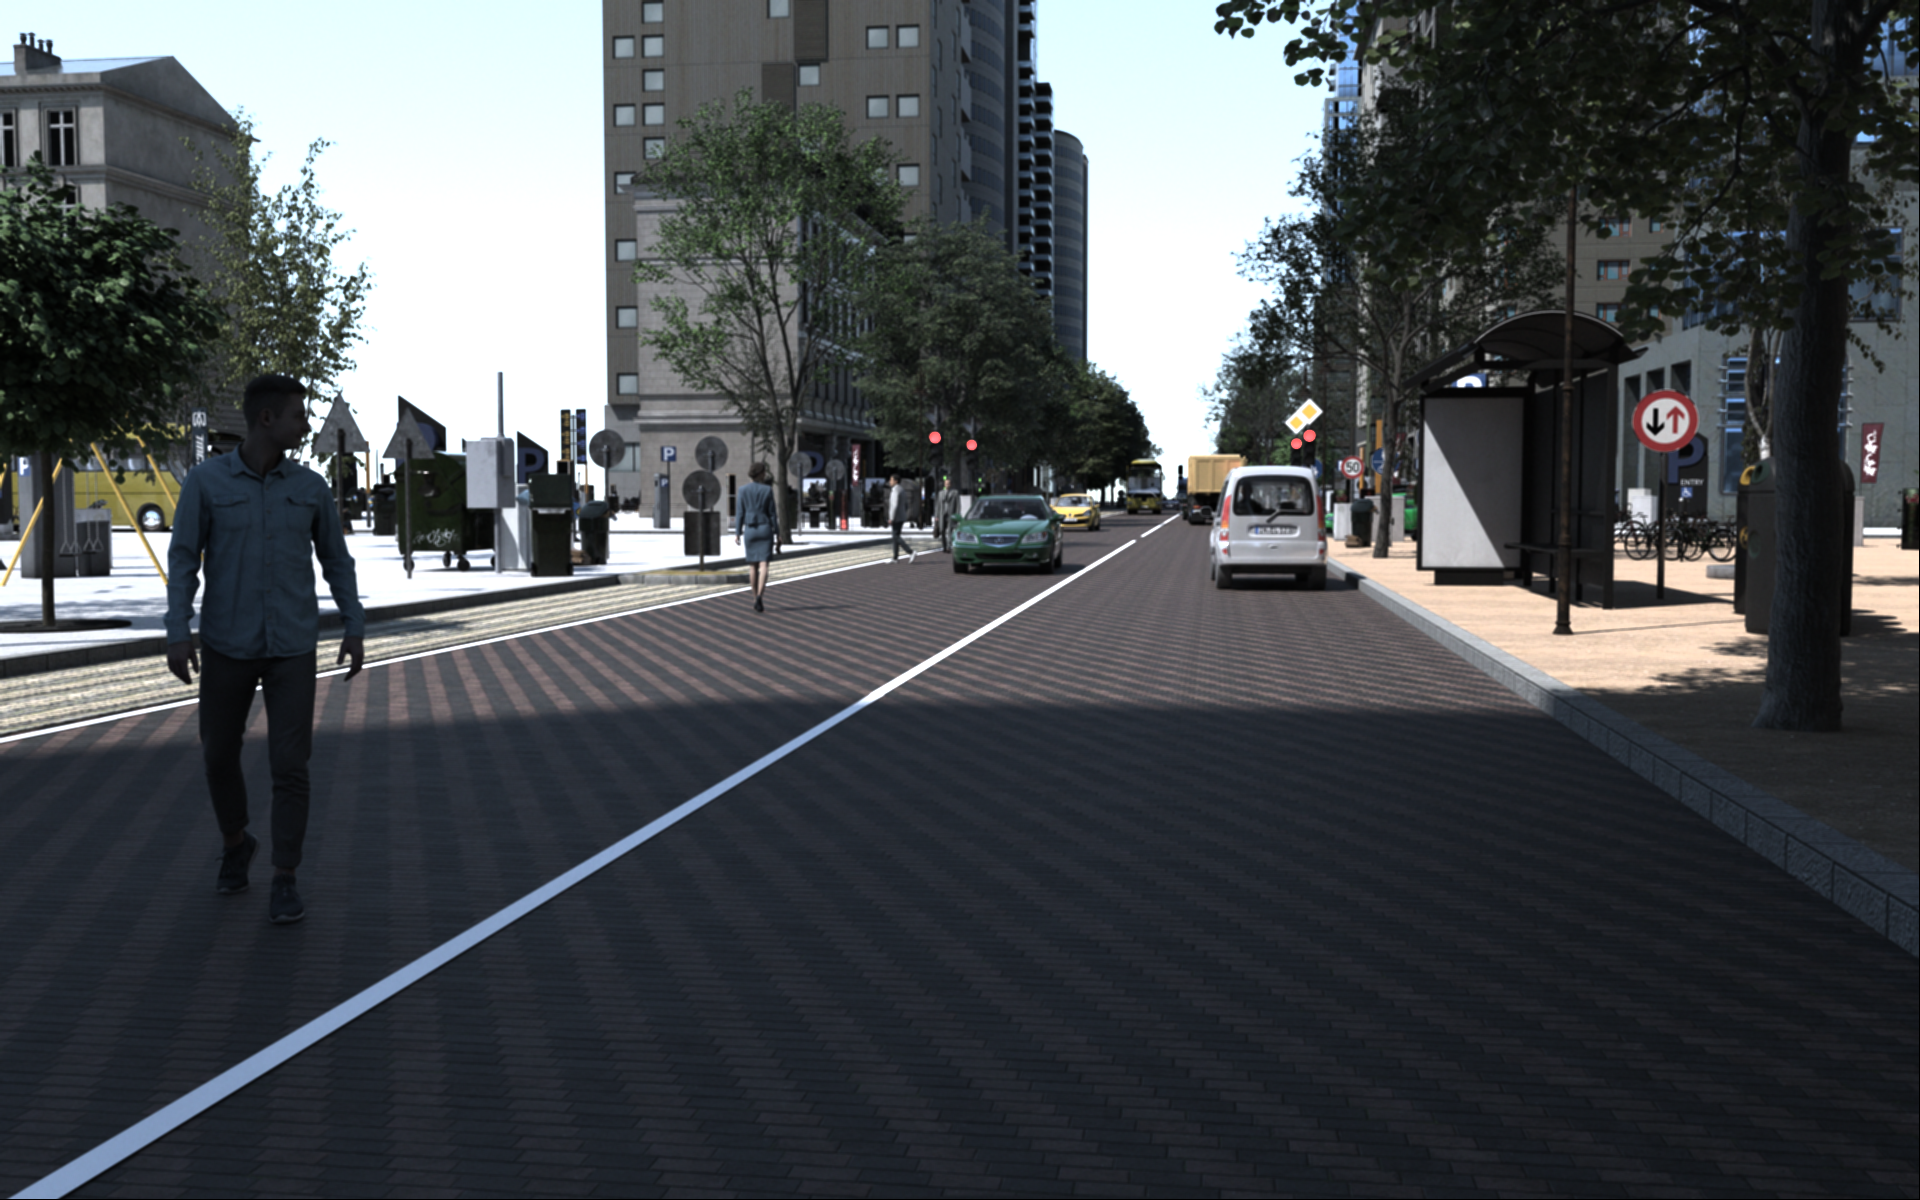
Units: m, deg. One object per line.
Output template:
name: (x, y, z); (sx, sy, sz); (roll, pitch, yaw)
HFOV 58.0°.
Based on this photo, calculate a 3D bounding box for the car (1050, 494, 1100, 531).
car: (4.504, -3.513, 67.661); (2.015, 1.641, 3.980); (1, 4, 10)

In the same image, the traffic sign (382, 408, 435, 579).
traffic sign: (-8.334, -1.599, 26.149); (0.884, 2.594, 0.081); (1, 4, 13)

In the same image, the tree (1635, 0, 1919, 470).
tree: (10.996, -4.443, 23.005); (4.360, 8.622, 3.978); (0, 3, 0)

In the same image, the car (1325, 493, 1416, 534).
car: (13.640, -2.775, 54.159); (4.718, 1.807, 1.959); (1, 4, 9)

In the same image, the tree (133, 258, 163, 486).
tree: (-22.555, -6.122, 50.462); (4.360, 8.622, 3.978); (0, 3, 0)

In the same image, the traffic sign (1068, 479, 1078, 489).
traffic sign: (8.721, -8.094, 133.528); (0.795, 2.450, 0.064); (1, 4, 15)

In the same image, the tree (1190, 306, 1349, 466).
tree: (19.921, -12.361, 112.469); (12.009, 13.543, 11.850); (0, 3, 0)

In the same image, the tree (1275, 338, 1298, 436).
tree: (14.663, -7.368, 70.830); (4.360, 8.622, 3.978); (0, 3, 0)

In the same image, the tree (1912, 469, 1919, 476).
tree: (35.976, -4.202, 63.303); (1.663, 3.219, 1.824); (0, 3, 0)

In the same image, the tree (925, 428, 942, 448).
tree: (-0.536, -10.494, 121.941); (4.737, 8.622, 4.395); (0, 3, 0)

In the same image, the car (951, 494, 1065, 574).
car: (0.951, -1.281, 32.737); (2.131, 1.459, 4.920); (0, 4, 6)

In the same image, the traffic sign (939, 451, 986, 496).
traffic sign: (0.116, -5.366, 81.615); (2.265, 3.308, 0.079); (1, 4, 13)

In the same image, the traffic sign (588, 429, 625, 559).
traffic sign: (-6.965, -2.081, 34.126); (0.768, 2.556, 0.104); (1, 4, 11)

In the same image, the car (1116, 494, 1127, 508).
car: (15.765, -9.475, 163.718); (1.959, 1.807, 4.718); (1, 4, 9)

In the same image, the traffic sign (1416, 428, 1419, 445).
traffic sign: (7.577, -1.665, 27.321); (0.768, 2.556, 0.104); (1, 4, 11)

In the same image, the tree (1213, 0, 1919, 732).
tree: (5.040, -5.575, 9.271); (7.486, 12.596, 7.792); (0, 3, 0)

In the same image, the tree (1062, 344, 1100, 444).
tree: (5.309, -11.608, 115.552); (9.928, 11.665, 9.643); (0, 3, 0)

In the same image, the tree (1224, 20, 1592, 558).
tree: (8.719, -6.106, 34.240); (7.601, 10.594, 8.767); (2, 4, 32)

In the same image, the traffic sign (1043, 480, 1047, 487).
traffic sign: (5.763, -7.547, 123.393); (0.884, 2.594, 0.081); (1, 4, 14)

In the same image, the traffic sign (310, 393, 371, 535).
traffic sign: (-7.962, -1.360, 22.246); (0.884, 2.594, 0.081); (1, 4, 16)

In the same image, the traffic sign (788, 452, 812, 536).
traffic sign: (-4.862, -3.207, 52.539); (0.768, 2.556, 0.104); (1, 4, 16)

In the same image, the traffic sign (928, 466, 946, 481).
traffic sign: (-0.976, -4.301, 70.323); (0.884, 2.594, 0.081); (1, 4, 16)

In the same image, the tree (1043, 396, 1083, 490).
tree: (7.197, -10.761, 126.307); (4.360, 8.622, 3.978); (0, 3, 0)

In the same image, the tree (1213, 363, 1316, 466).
tree: (22.120, -12.218, 125.518); (9.928, 11.665, 9.643); (0, 3, 0)

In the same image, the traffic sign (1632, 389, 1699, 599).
traffic sign: (8.578, -1.286, 21.137); (0.768, 2.556, 0.104); (1, 4, 12)

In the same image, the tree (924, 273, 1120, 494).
tree: (2.106, -10.534, 89.239); (9.611, 12.733, 9.660); (0, 3, 0)

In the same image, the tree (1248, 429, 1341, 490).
tree: (16.043, -5.911, 80.361); (4.285, 4.588, 4.351); (0, 3, 0)

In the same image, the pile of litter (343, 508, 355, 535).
pile of litter: (-19.813, -2.512, 55.044); (1.176, 0.858, 1.719); (0, 4, -8)

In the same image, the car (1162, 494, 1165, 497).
car: (31.737, -16.072, 272.994); (2.015, 1.641, 3.980); (0, 4, 7)

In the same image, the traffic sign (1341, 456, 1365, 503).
traffic sign: (13.009, -3.506, 57.430); (0.768, 2.556, 0.104); (1, 4, 14)

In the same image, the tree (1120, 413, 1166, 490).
tree: (22.682, -19.212, 231.118); (9.611, 12.733, 9.660); (0, 3, 0)

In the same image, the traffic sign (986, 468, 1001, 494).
traffic sign: (1.573, -5.093, 83.369); (0.768, 2.556, 0.104); (1, 4, 9)

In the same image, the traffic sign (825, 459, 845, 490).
traffic sign: (-4.575, -3.867, 63.325); (0.768, 2.556, 0.104); (1, 4, 14)

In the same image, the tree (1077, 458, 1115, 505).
tree: (12.227, -10.550, 156.199); (4.285, 4.588, 4.351); (0, 3, 0)

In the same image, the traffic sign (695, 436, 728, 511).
traffic sign: (-5.484, -2.328, 38.176); (0.768, 2.556, 0.104); (1, 4, 14)

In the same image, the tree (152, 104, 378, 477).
tree: (-13.054, -5.058, 33.058); (4.737, 8.622, 4.395); (0, 3, 0)

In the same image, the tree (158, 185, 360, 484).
tree: (-16.119, -5.555, 41.191); (4.360, 8.622, 3.978); (0, 3, 0)

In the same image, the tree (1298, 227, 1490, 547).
tree: (10.665, -5.595, 41.835); (4.360, 8.622, 3.978); (0, 3, 0)

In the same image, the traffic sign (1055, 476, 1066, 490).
traffic sign: (7.105, -7.484, 122.463); (0.768, 2.556, 0.104); (1, 4, 10)

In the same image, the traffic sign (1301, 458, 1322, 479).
traffic sign: (12.402, -3.727, 61.038); (0.768, 2.556, 0.104); (1, 4, 9)

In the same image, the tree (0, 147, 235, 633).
tree: (-8.714, -2.002, 16.450); (4.285, 4.588, 4.351); (0, 3, 0)

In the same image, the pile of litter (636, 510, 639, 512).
pile of litter: (-22.421, -6.651, 122.710); (1.176, 0.858, 1.719); (-1, 4, -23)

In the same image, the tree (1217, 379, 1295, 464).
tree: (28.459, -15.143, 164.601); (9.611, 12.733, 9.660); (0, 3, 0)

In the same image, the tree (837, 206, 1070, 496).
tree: (-0.289, -10.355, 75.958); (9.857, 13.997, 8.962); (0, 3, 0)

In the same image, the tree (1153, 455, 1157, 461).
tree: (30.439, -20.337, 282.869); (4.737, 8.622, 4.395); (0, 3, 0)

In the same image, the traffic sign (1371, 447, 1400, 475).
traffic sign: (11.473, -2.851, 46.716); (0.768, 2.556, 0.104); (1, 4, 17)

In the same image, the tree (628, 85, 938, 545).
tree: (-4.418, -7.209, 43.616); (9.928, 11.665, 9.643); (0, 3, 0)

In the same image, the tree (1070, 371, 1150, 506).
tree: (14.683, -16.644, 178.782); (9.857, 13.997, 8.962); (0, 3, 0)

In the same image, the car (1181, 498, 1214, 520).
car: (13.282, -5.299, 96.425); (2.009, 1.686, 4.222); (1, 4, 8)

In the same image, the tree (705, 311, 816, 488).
tree: (-7.867, -7.218, 68.370); (4.360, 8.622, 3.978); (0, 3, 0)

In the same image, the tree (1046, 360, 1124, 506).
tree: (11.024, -13.963, 146.420); (7.486, 12.596, 7.792); (0, 3, 0)
